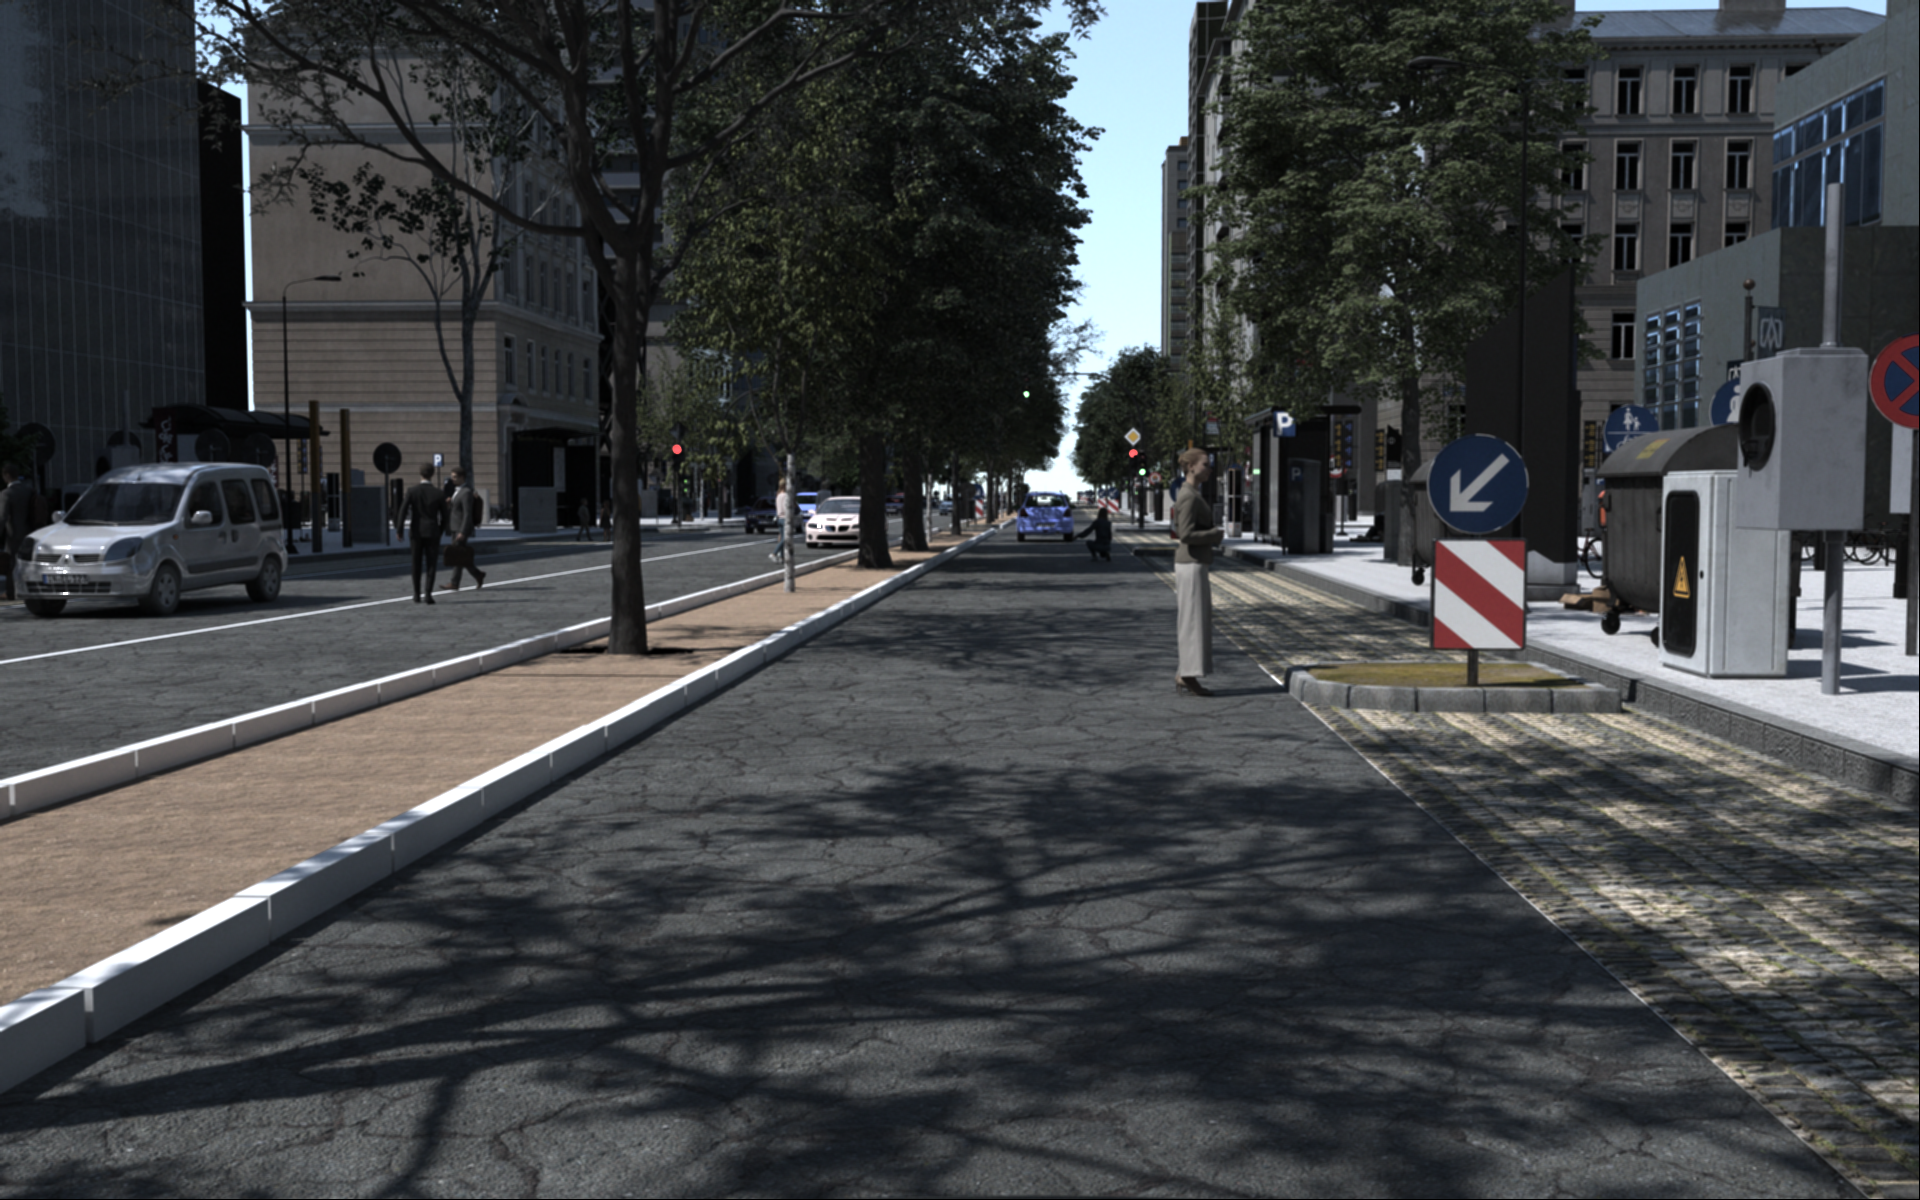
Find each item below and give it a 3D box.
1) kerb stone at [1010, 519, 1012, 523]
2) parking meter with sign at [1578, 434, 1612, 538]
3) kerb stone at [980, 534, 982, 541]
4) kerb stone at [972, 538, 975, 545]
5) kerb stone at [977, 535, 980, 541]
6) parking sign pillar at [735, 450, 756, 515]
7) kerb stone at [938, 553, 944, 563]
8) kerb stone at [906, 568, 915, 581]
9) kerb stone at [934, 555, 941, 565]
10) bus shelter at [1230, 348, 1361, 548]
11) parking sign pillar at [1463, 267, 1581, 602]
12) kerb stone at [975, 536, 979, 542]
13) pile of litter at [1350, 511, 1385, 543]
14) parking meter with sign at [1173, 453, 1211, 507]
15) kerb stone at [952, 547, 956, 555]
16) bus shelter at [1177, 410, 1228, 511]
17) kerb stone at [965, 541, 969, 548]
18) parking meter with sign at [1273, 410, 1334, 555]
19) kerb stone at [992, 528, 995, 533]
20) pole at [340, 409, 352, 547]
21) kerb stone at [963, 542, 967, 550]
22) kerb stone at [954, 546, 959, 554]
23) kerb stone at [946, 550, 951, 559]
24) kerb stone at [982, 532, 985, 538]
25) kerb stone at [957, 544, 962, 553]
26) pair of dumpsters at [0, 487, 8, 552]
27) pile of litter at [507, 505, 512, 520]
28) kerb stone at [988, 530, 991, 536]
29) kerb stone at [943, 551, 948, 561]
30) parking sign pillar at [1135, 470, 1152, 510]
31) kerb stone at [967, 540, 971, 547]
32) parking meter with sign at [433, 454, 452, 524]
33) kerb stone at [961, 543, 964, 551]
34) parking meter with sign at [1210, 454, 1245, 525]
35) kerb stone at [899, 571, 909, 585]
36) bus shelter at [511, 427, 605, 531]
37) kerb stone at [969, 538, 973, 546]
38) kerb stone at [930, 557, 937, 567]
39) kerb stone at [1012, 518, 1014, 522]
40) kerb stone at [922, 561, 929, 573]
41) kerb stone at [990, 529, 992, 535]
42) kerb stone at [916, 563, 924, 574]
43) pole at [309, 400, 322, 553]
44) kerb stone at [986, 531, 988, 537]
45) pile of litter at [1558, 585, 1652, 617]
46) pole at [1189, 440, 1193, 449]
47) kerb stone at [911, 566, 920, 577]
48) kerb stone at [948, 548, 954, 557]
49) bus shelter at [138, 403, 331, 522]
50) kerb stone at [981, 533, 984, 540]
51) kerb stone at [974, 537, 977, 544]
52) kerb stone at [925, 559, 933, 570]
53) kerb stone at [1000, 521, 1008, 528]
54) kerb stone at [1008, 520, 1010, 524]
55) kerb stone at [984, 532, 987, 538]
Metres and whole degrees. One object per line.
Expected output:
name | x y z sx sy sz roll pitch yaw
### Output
kerb stone | 2.242 -3.614 81.326 0.120 0.150 1.000 0 4 3
parking meter with sign | 18.676 -3.345 50.957 0.543 3.016 1.738 -1 4 -10
kerb stone | 0.505 -1.828 52.077 0.120 0.150 1.000 0 4 3
kerb stone | 0.263 -1.571 47.986 0.120 0.150 1.000 0 4 3
kerb stone | 0.444 -1.759 51.057 0.120 0.150 1.000 0 4 3
parking sign pillar | -13.139 -7.220 106.512 1.447 3.967 1.447 3 5 41
kerb stone | -0.473 -0.827 35.712 0.120 0.150 1.000 0 4 3
kerb stone | -0.892 -0.389 28.550 0.120 0.150 1.000 0 4 3
kerb stone | -0.526 -0.764 34.686 0.120 0.150 1.000 0 4 3
bus shelter | 8.667 -4.132 45.184 2.179 5.291 8.768 0 4 3
parking sign pillar | 6.883 -2.004 21.230 1.447 3.967 1.447 3 5 41
kerb stone | 0.388 -1.703 50.036 0.120 0.150 1.000 0 4 3
pile of litter | 11.112 -1.967 46.127 1.176 0.858 1.719 -1 4 -17
parking meter with sign | 10.075 -4.814 74.971 1.738 3.016 0.543 2 4 32
kerb stone | -0.231 -1.077 39.810 0.120 0.150 1.000 0 4 3
bus shelter | 11.317 -6.320 80.961 2.179 5.291 8.768 0 4 3
kerb stone | 0.076 -1.390 44.916 0.120 0.150 1.000 0 4 3
parking meter with sign | 7.364 -2.486 36.913 0.543 3.016 1.738 3 5 42
kerb stone | 1.054 -2.391 61.285 0.120 0.150 1.000 0 4 3
pole | -14.752 -2.922 41.622 0.158 3.312 0.155 0 3 0
kerb stone | 0.019 -1.327 43.896 0.120 0.150 1.000 0 4 3
kerb stone | -0.164 -1.134 40.834 0.120 0.150 1.000 0 4 3
kerb stone | -0.339 -0.952 37.762 0.120 0.150 1.000 0 4 3
kerb stone | 0.622 -1.953 54.121 0.120 0.150 1.000 0 4 3
kerb stone | -0.102 -1.202 41.855 0.120 0.150 1.000 0 4 3
pair of dumpsters | -17.928 -1.634 29.212 1.574 2.255 4.437 0 4 3
pile of litter | -21.680 -4.369 85.392 1.176 0.858 1.719 2 4 26
kerb stone | 0.864 -2.202 58.207 0.120 0.150 1.000 0 4 3
kerb stone | -0.405 -0.890 36.742 0.120 0.150 1.000 0 4 3
parking sign pillar | 14.749 -9.190 138.726 1.447 3.967 1.447 -3 4 -37
kerb stone | 0.141 -1.448 45.938 0.120 0.150 1.000 0 4 3
parking meter with sign | -22.152 -4.865 75.796 0.543 3.016 1.738 2 4 32
kerb stone | -0.045 -1.265 42.875 0.120 0.150 1.000 0 4 3
parking meter with sign | 11.416 -4.624 71.859 1.738 3.016 0.543 0 4 1
kerb stone | -0.961 -0.325 27.521 0.120 0.150 1.000 0 4 3
bus shelter | -14.644 -4.414 63.458 1.731 3.624 6.357 0 4 4
kerb stone | 0.206 -1.515 46.965 0.120 0.150 1.000 0 4 3
kerb stone | -0.596 -0.701 33.658 0.120 0.150 1.000 0 4 3
kerb stone | 2.428 -3.804 84.395 0.120 0.150 1.000 0 4 3
kerb stone | -0.708 -0.576 31.613 0.120 0.150 1.000 0 4 3
kerb stone | 0.926 -2.261 59.234 0.120 0.150 1.000 0 4 3
kerb stone | -0.780 -0.514 30.591 0.120 0.150 1.000 0 4 3
pole | -14.080 -2.691 37.845 0.158 3.312 0.155 0 3 0
kerb stone | 0.746 -2.076 56.162 0.120 0.150 1.000 0 4 3
pile of litter | 7.195 -0.310 19.038 1.176 0.858 1.719 2 4 29
pole | 8.690 -4.374 65.353 0.158 3.312 0.155 0 3 0
kerb stone | -0.835 -0.446 29.571 0.120 0.150 1.000 0 4 3
kerb stone | -0.289 -1.011 38.788 0.120 0.150 1.000 0 4 3
bus shelter | -17.163 -2.904 41.403 2.014 3.302 5.546 0 4 3
kerb stone | 0.573 -1.890 53.097 0.120 0.150 1.000 0 4 3
kerb stone | 0.316 -1.640 49.007 0.120 0.150 1.000 0 4 3
kerb stone | -0.650 -0.639 32.638 0.120 0.150 1.000 0 4 3
kerb stone | 1.941 -3.304 76.219 0.120 0.150 1.000 0 4 3
kerb stone | 2.065 -3.423 78.262 0.120 0.150 1.000 0 4 3
kerb stone | 0.692 -2.015 55.141 0.120 0.150 1.000 0 4 3
